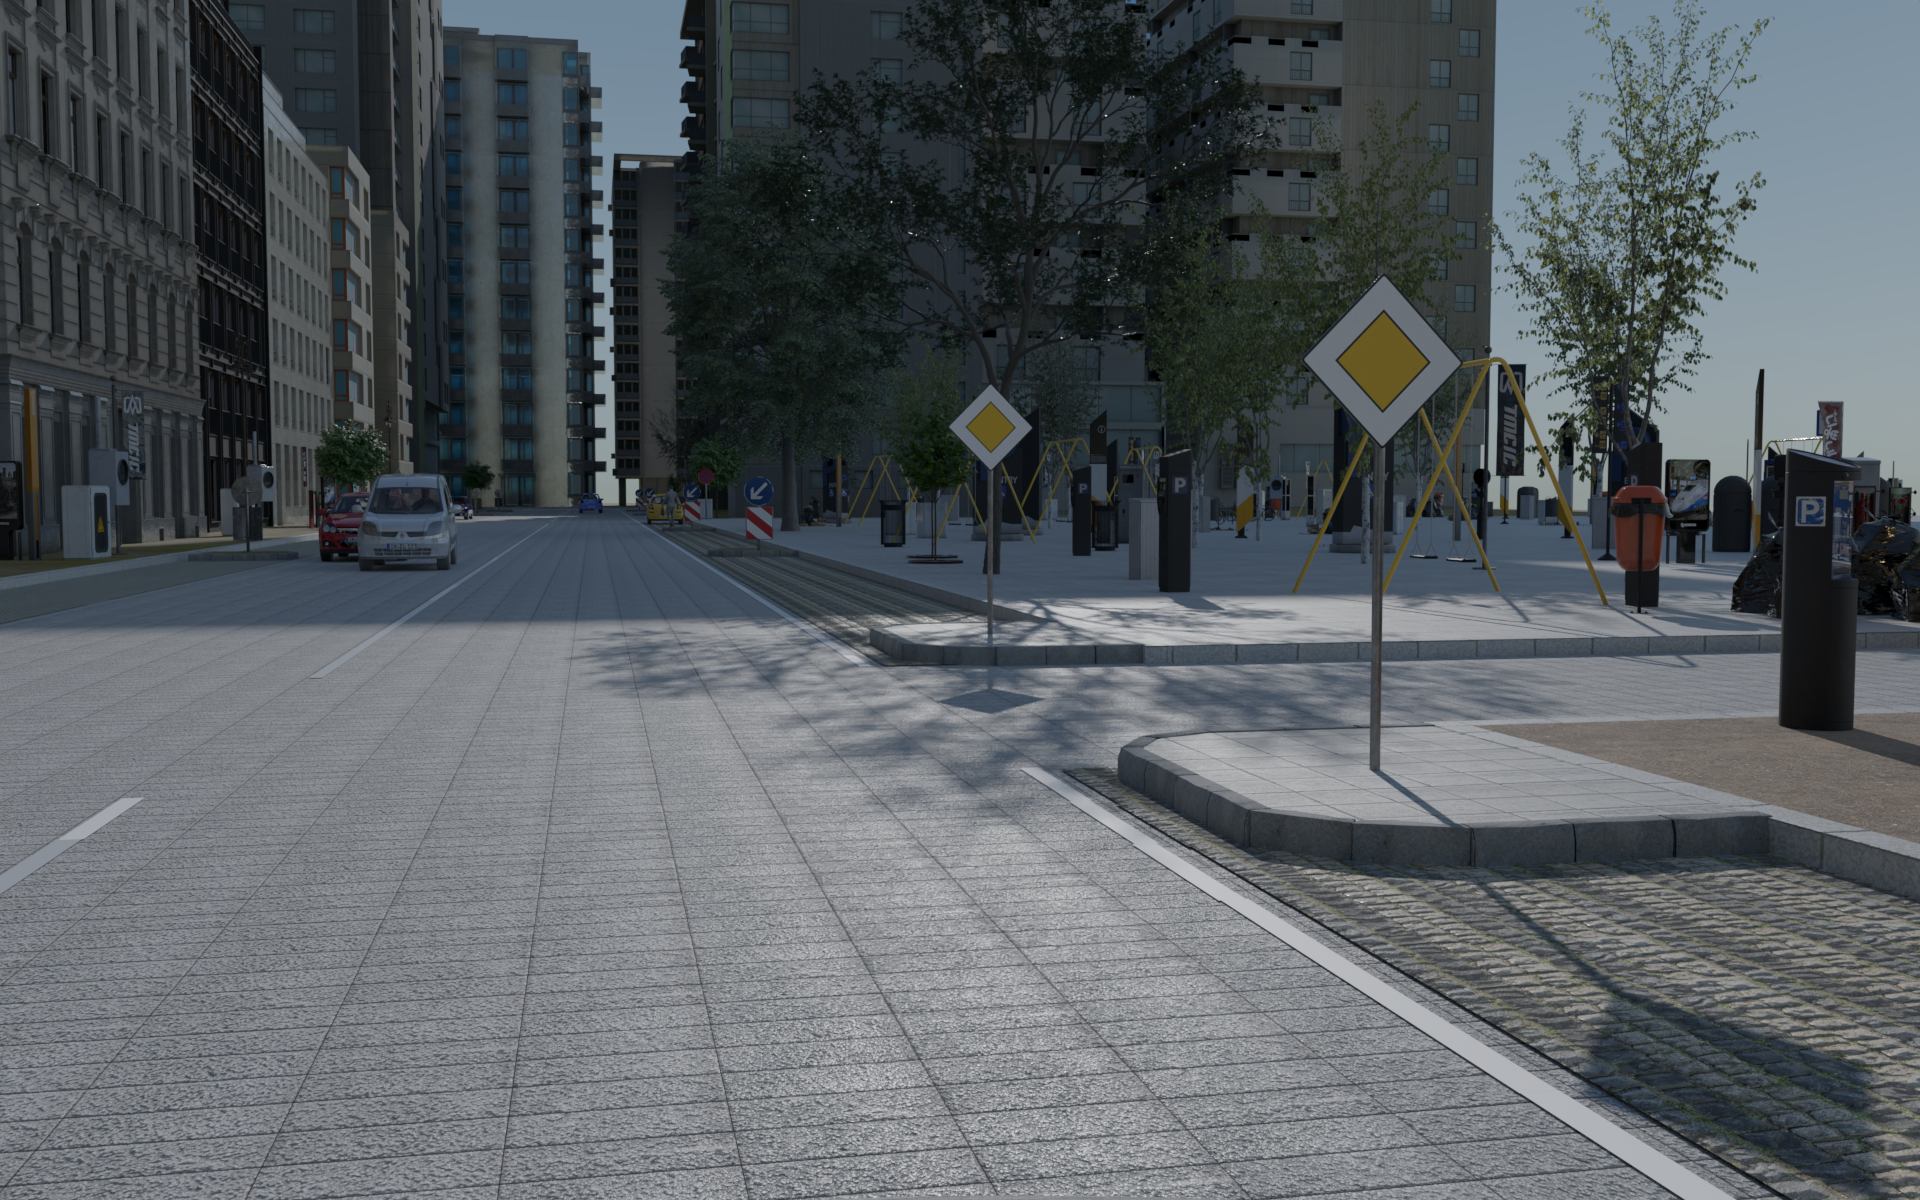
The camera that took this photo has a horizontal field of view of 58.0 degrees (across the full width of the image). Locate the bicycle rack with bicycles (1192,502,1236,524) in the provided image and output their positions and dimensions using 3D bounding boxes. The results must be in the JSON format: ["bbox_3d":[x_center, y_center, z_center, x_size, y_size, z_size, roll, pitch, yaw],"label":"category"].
[{"bbox_3d":[10.112,-3.680,73.547,2.925,0.926,2.852,-3,5,-40],"label":"bicycle rack with bicycles"}]

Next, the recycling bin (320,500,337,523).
[{"bbox_3d":[-27.345,-3.836,75.272,0.722,1.027,0.722,-2,4,-35],"label":"recycling bin"}]

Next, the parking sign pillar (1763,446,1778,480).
[{"bbox_3d":[45.822,-6.662,97.391,1.447,3.967,1.447,-1,4,-19],"label":"parking sign pillar"}]

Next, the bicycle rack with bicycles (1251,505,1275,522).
[{"bbox_3d":[13.238,-4.162,81.427,2.925,0.926,2.852,1,4,16],"label":"bicycle rack with bicycles"}]

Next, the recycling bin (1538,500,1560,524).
[{"bbox_3d":[25.752,-3.863,75.721,0.722,1.027,0.722,0,4,-2],"label":"recycling bin"}]

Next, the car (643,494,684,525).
[{"bbox_3d":[-14.050,-4.417,82.445,2.015,1.641,3.980,-1,4,-10],"label":"car"}]

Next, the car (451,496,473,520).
[{"bbox_3d":[-28.217,-5.146,96.722,1.945,1.354,3.894,-1,4,-11],"label":"car"}]

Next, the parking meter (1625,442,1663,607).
[{"bbox_3d":[7.814,-0.862,19.807,0.255,1.863,0.399,0,4,-4],"label":"parking meter"}]

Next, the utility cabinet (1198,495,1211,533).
[{"bbox_3d":[8.214,-2.871,58.107,0.306,1.237,1.020,0,4,2],"label":"utility cabinet"}]

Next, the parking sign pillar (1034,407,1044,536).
[{"bbox_3d":[1.892,-4.011,54.054,1.447,3.967,1.447,1,4,16],"label":"parking sign pillar"}]

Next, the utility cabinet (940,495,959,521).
[{"bbox_3d":[-0.577,-4.377,82.730,1.020,1.237,0.306,1,4,10],"label":"utility cabinet"}]

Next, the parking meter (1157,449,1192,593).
[{"bbox_3d":[2.800,-1.036,22.653,0.399,1.863,0.255,-1,4,-21],"label":"parking meter"}]

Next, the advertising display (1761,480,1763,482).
[{"bbox_3d":[37.638,-4.625,80.825,0.974,1.923,0.123,-2,4,-30],"label":"advertising display"}]

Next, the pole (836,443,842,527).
[{"bbox_3d":[-4.719,-4.498,67.389,0.158,3.312,0.155,0,3,0],"label":"pole"}]

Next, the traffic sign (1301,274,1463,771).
[{"bbox_3d":[1.927,-0.266,7.994,0.795,2.450,0.064,-1,4,-12],"label":"traffic sign"}]

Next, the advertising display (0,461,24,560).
[{"bbox_3d":[-18.574,-1.738,33.626,0.974,1.923,0.123,1,4,23],"label":"advertising display"}]

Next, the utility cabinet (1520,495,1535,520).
[{"bbox_3d":[28.683,-4.672,87.551,0.306,1.237,1.020,0,4,-7],"label":"utility cabinet"}]

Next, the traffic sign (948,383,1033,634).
[{"bbox_3d":[0.273,-0.744,15.806,0.795,2.450,0.064,-1,4,-12],"label":"traffic sign"}]

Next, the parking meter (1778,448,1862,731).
[{"bbox_3d":[4.717,-0.067,9.502,0.372,1.533,0.369,0,3,0],"label":"parking meter"}]

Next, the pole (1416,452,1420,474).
[{"bbox_3d":[22.364,-5.550,84.589,0.158,3.312,0.155,0,3,0],"label":"pole"}]

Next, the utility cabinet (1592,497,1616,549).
[{"bbox_3d":[15.338,-1.794,40.496,1.020,1.237,0.306,2,4,28],"label":"utility cabinet"}]

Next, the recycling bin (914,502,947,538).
[{"bbox_3d":[-0.820,-2.320,50.486,0.722,1.027,0.722,-1,4,-18],"label":"recycling bin"}]

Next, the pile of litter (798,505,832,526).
[{"bbox_3d":[-5.860,-3.377,69.177,1.719,0.858,1.176,-2,4,-25],"label":"pile of litter"}]

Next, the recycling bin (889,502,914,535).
[{"bbox_3d":[-1.845,-2.539,54.066,0.722,1.027,0.722,2,4,32],"label":"recycling bin"}]

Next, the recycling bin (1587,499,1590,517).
[{"bbox_3d":[35.831,-5.211,97.746,0.722,1.027,0.722,1,4,14],"label":"recycling bin"}]

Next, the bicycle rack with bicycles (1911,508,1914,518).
[{"bbox_3d":[48.163,-4.705,90.313,2.925,0.926,2.852,3,5,44],"label":"bicycle rack with bicycles"}]

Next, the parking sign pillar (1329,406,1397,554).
[{"bbox_3d":[8.841,-3.025,37.923,1.447,3.967,1.447,-1,4,-21],"label":"parking sign pillar"}]

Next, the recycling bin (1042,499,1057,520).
[{"bbox_3d":[4.297,-4.417,84.771,0.722,1.027,0.722,-2,4,-27],"label":"recycling bin"}]

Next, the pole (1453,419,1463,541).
[{"bbox_3d":[13.634,-3.279,47.452,0.158,3.312,0.155,0,3,0],"label":"pole"}]

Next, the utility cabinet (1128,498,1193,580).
[{"bbox_3d":[3.032,-0.915,26.120,1.020,1.237,0.306,-2,4,-33],"label":"utility cabinet"}]

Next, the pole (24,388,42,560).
[{"bbox_3d":[-17.925,-2.424,33.472,0.158,3.312,0.155,0,3,0],"label":"pole"}]

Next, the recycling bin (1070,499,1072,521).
[{"bbox_3d":[5.617,-4.254,82.113,0.722,1.027,0.722,1,4,19],"label":"recycling bin"}]

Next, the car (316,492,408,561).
[{"bbox_3d":[-13.048,-1.793,38.358,2.155,1.783,4.494,-1,4,-13],"label":"car"}]

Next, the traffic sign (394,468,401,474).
[{"bbox_3d":[-28.028,-5.284,86.402,0.884,2.594,0.081,0,4,-7],"label":"traffic sign"}]

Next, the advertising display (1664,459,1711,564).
[{"bbox_3d":[13.443,-1.640,32.030,0.974,1.923,0.123,-1,4,-21],"label":"advertising display"}]

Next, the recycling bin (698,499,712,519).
[{"bbox_3d":[-12.995,-4.629,88.238,0.722,1.027,0.722,-1,4,-10],"label":"recycling bin"}]

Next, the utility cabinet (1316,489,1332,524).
[{"bbox_3d":[15.442,-3.958,73.394,0.318,1.500,1.173,2,4,29],"label":"utility cabinet"}]

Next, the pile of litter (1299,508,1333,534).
[{"bbox_3d":[11.673,-2.543,55.543,1.719,0.858,1.176,0,4,-5],"label":"pile of litter"}]

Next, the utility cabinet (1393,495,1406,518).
[{"bbox_3d":[23.846,-5.098,94.513,1.020,1.237,0.306,-1,4,-23],"label":"utility cabinet"}]

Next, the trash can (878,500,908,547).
[{"bbox_3d":[-1.617,-1.850,41.902,0.748,1.137,0.748,0,3,0],"label":"trash can"}]

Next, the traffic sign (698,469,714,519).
[{"bbox_3d":[-12.810,-5.338,87.385,0.768,2.556,0.104,0,4,-6],"label":"traffic sign"}]

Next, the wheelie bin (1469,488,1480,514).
[{"bbox_3d":[27.767,-5.218,93.228,0.693,1.594,0.980,0,4,3],"label":"wheelie bin"}]

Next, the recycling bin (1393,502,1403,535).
[{"bbox_3d":[13.646,-2.600,55.071,0.722,1.027,0.722,2,4,30],"label":"recycling bin"}]

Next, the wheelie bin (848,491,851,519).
[{"bbox_3d":[-5.294,-4.275,77.810,0.980,1.594,0.693,2,4,32],"label":"wheelie bin"}]

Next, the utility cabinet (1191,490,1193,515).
[{"bbox_3d":[11.325,-4.820,87.486,1.173,1.500,0.318,-1,4,-18],"label":"utility cabinet"}]

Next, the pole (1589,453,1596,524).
[{"bbox_3d":[26.805,-4.862,73.343,0.158,3.312,0.155,0,3,0],"label":"pole"}]

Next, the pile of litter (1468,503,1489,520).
[{"bbox_3d":[26.050,-4.481,87.224,1.176,0.858,1.719,1,4,19],"label":"pile of litter"}]

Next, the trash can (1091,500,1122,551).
[{"bbox_3d":[3.278,-1.680,39.121,0.748,1.137,0.748,0,3,0],"label":"trash can"}]

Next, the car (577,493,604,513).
[{"bbox_3d":[-27.762,-7.377,130.199,1.945,1.707,3.694,-1,4,-13],"label":"car"}]

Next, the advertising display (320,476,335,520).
[{"bbox_3d":[-22.859,-3.514,62.665,0.123,1.923,0.974,0,4,3],"label":"advertising display"}]
